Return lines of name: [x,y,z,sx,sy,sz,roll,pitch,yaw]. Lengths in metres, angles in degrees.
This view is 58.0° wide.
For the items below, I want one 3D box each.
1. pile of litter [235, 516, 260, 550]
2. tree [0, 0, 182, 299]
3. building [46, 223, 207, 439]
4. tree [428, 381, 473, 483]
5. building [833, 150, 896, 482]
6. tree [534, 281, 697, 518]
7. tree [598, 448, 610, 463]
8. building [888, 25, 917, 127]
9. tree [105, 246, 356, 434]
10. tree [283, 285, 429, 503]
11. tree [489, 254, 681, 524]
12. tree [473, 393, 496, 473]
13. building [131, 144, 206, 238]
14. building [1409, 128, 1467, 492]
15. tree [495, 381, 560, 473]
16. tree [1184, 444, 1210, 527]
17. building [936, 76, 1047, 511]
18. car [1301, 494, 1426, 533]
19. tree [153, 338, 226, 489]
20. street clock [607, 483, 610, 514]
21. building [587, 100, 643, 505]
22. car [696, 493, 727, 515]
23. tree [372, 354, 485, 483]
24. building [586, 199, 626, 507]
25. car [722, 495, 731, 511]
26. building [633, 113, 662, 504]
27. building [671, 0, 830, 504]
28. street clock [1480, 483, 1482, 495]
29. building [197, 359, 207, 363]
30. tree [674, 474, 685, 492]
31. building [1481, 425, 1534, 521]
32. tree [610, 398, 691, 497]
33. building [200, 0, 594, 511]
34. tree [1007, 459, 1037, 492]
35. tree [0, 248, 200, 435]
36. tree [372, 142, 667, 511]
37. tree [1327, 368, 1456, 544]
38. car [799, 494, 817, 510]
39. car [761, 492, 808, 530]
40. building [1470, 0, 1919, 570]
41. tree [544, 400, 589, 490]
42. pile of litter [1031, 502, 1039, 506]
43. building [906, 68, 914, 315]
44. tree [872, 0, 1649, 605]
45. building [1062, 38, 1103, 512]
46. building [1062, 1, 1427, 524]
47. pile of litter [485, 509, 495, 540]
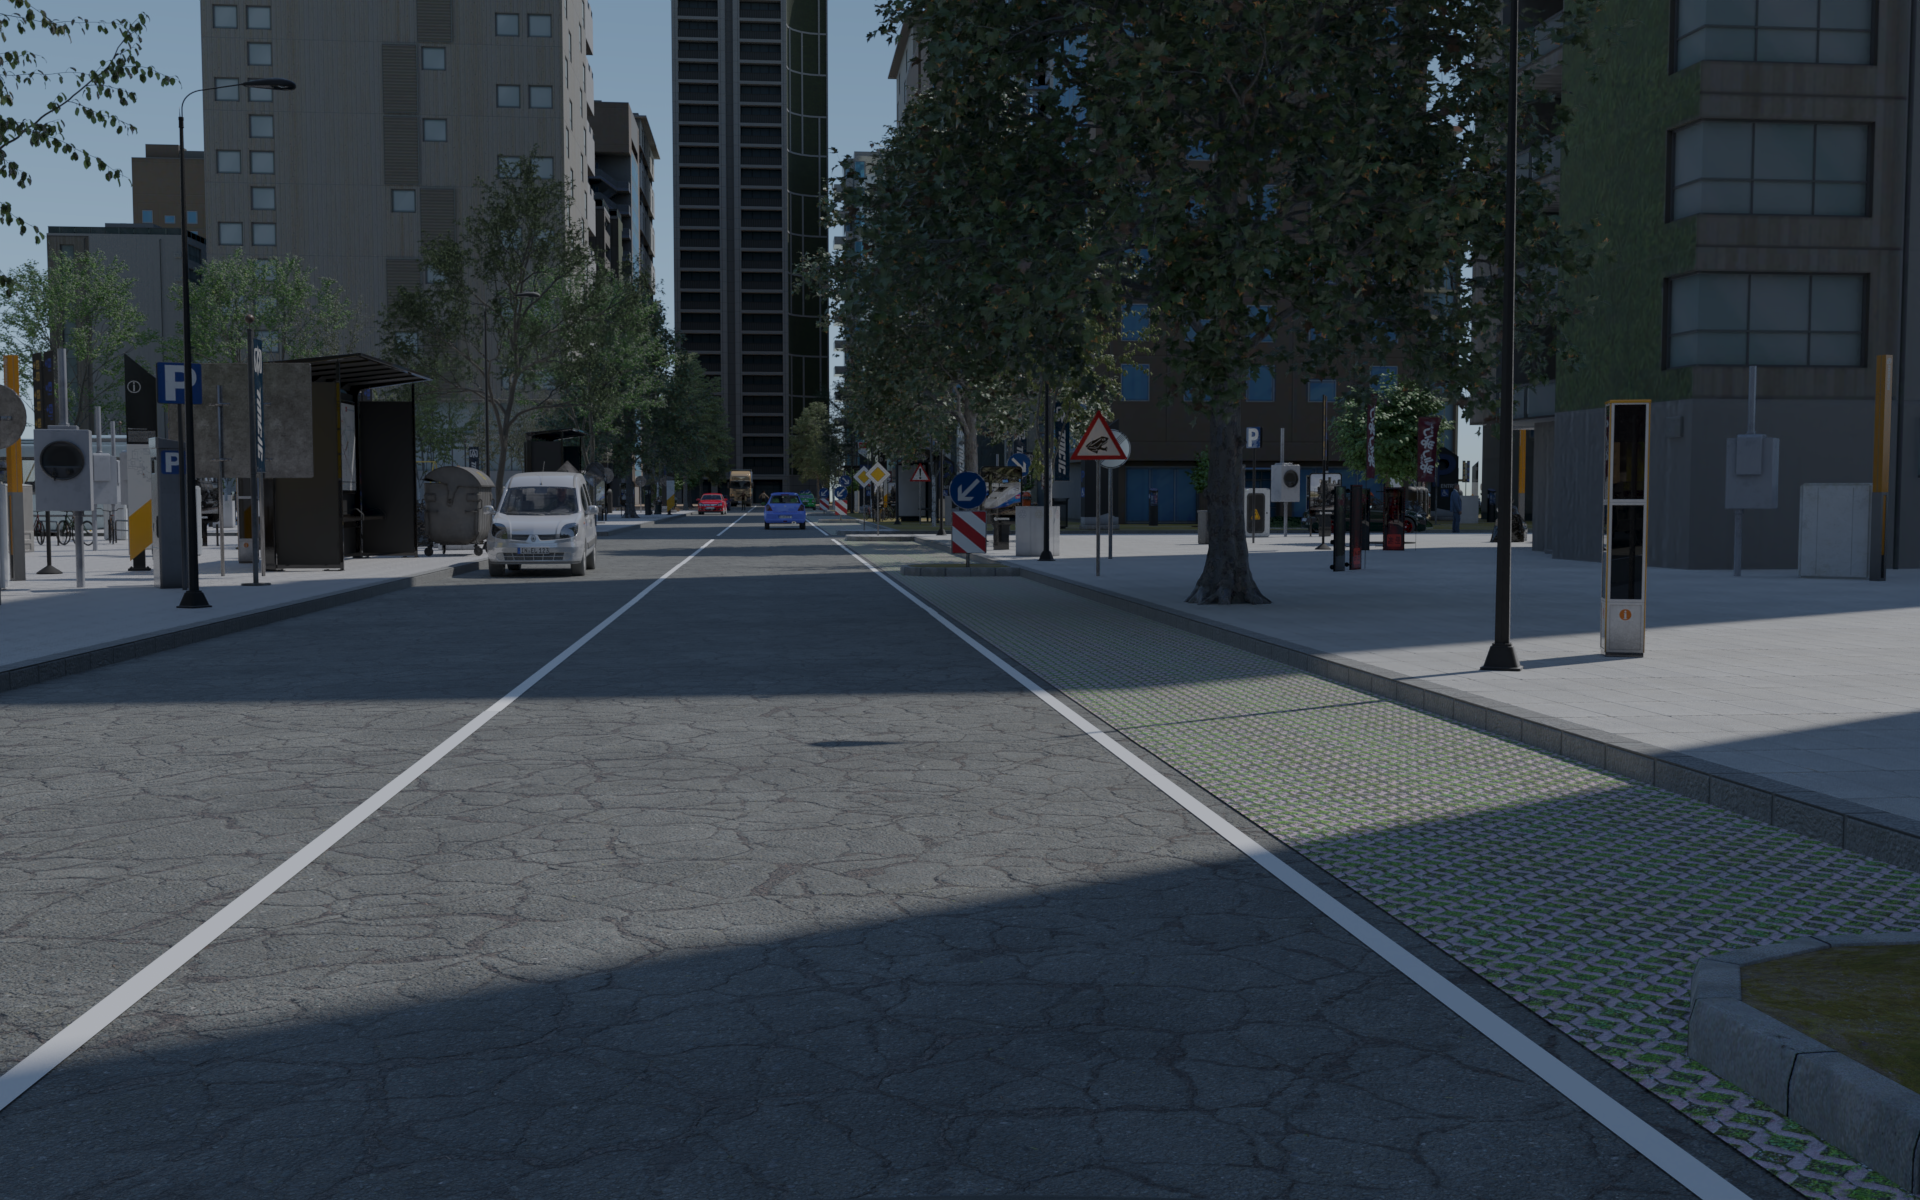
pile of litter: [-16.229,-1.616,40.393,1.176,0.858,1.719,-3,4,-39]
tree: [-8.376,-3.826,12.924,4.360,8.622,3.978,0,3,0]
building: [-89.118,-25.508,188.757,14.107,30.474,14.160,0,4,-6]
tree: [-29.751,-8.839,94.884,4.360,8.622,3.978,0,3,0]
building: [-2.328,-37.978,240.553,30.456,49.044,23.786,0,4,-6]
tree: [-17.725,-10.715,92.202,9.611,12.733,9.660,0,3,0]
tree: [-27.305,-10.894,128.475,4.360,8.622,3.978,0,3,0]
building: [7.308,-36.841,191.587,28.713,52.752,27.495,0,4,-6]
tree: [-29.263,-8.937,71.868,9.928,11.665,9.643,0,3,0]
tree: [-22.281,-6.835,62.122,4.360,8.622,3.978,0,3,0]
tree: [-16.208,-9.138,75.169,9.928,11.665,9.643,0,3,0]
tree: [-32.693,-10.286,118.537,4.360,8.622,3.978,0,3,0]
building: [-97.197,-35.173,225.187,14.200,45.320,14.600,0,4,-6]
building: [43.123,-33.271,198.604,28.867,44.769,22.147,0,4,-6]
tree: [-27.973,-9.992,113.737,4.360,8.622,3.978,0,3,0]
tree: [9.512,-4.435,67.109,1.663,3.219,1.824,0,3,0]
building: [10.975,-49.110,115.619,22.319,86.520,31.000,0,4,-6]
car: [13.782,-3.023,59.217,4.222,1.686,2.009,0,4,-5]
tree: [-36.271,-8.093,82.684,4.737,8.622,4.395,0,3,0]
street clock: [-22.579,-6.483,110.564,0.471,2.002,0.358,-1,4,-19]
building: [-43.444,-33.252,193.786,14.200,45.320,14.600,0,4,-6]
car: [-17.289,-6.842,120.902,2.155,1.783,4.494,0,4,-4]
tree: [-27.050,-8.524,89.737,4.737,8.622,4.395,0,3,0]
building: [-40.247,-24.221,167.722,14.160,30.474,14.107,0,4,-6]
car: [-20.728,-8.390,149.750,1.945,1.354,3.894,0,4,-6]
building: [-53.359,-39.612,236.898,27.495,52.752,28.713,0,4,-6]
building: [-28.194,-48.794,236.028,20.611,71.187,20.563,0,4,-6]
street clock: [35.672,-6.953,118.257,0.358,2.002,0.471,0,4,3]
building: [-65.460,-53.411,185.939,31.000,86.520,22.319,0,4,-6]
tree: [-21.719,-8.267,129.765,1.663,3.219,1.824,0,3,0]
building: [37.475,-28.132,83.661,21.600,48.544,21.300,0,4,-6]
tree: [-19.018,-9.752,109.805,4.360,8.622,3.978,0,3,0]
building: [-45.314,-34.014,145.367,28.713,52.752,27.495,0,4,-6]
tree: [2.553,-5.204,79.686,1.663,3.219,1.824,0,3,0]
tree: [-37.610,-8.997,72.863,9.928,11.665,9.643,0,3,0]
tree: [-12.112,-6.824,45.982,7.601,10.594,8.767,1,4,22]
tree: [11.220,-3.752,45.058,4.285,4.588,4.351,0,3,0]
car: [-13.585,-8.788,152.483,1.959,1.807,4.718,0,4,-5]
car: [-7.204,-3.763,71.122,1.945,1.707,3.694,0,4,-7]
building: [18.540,-21.527,35.558,14.154,41.232,14.086,0,4,-6]
tree: [-26.571,-10.340,119.427,4.737,8.622,4.395,0,3,0]
pile of litter: [4.164,-5.091,97.196,1.719,0.858,1.176,1,4,18]
building: [2.202,-31.807,170.150,14.600,45.320,14.200,0,4,-6]
tree: [3.045,-6.303,20.067,9.611,12.733,9.660,0,3,0]
building: [3.996,-30.933,155.862,14.600,45.320,14.200,0,4,-6]
building: [11.937,-26.234,79.032,14.200,45.320,14.600,0,4,-6]
pile of litter: [-13.746,-2.146,49.056,1.176,0.858,1.719,2,4,32]
